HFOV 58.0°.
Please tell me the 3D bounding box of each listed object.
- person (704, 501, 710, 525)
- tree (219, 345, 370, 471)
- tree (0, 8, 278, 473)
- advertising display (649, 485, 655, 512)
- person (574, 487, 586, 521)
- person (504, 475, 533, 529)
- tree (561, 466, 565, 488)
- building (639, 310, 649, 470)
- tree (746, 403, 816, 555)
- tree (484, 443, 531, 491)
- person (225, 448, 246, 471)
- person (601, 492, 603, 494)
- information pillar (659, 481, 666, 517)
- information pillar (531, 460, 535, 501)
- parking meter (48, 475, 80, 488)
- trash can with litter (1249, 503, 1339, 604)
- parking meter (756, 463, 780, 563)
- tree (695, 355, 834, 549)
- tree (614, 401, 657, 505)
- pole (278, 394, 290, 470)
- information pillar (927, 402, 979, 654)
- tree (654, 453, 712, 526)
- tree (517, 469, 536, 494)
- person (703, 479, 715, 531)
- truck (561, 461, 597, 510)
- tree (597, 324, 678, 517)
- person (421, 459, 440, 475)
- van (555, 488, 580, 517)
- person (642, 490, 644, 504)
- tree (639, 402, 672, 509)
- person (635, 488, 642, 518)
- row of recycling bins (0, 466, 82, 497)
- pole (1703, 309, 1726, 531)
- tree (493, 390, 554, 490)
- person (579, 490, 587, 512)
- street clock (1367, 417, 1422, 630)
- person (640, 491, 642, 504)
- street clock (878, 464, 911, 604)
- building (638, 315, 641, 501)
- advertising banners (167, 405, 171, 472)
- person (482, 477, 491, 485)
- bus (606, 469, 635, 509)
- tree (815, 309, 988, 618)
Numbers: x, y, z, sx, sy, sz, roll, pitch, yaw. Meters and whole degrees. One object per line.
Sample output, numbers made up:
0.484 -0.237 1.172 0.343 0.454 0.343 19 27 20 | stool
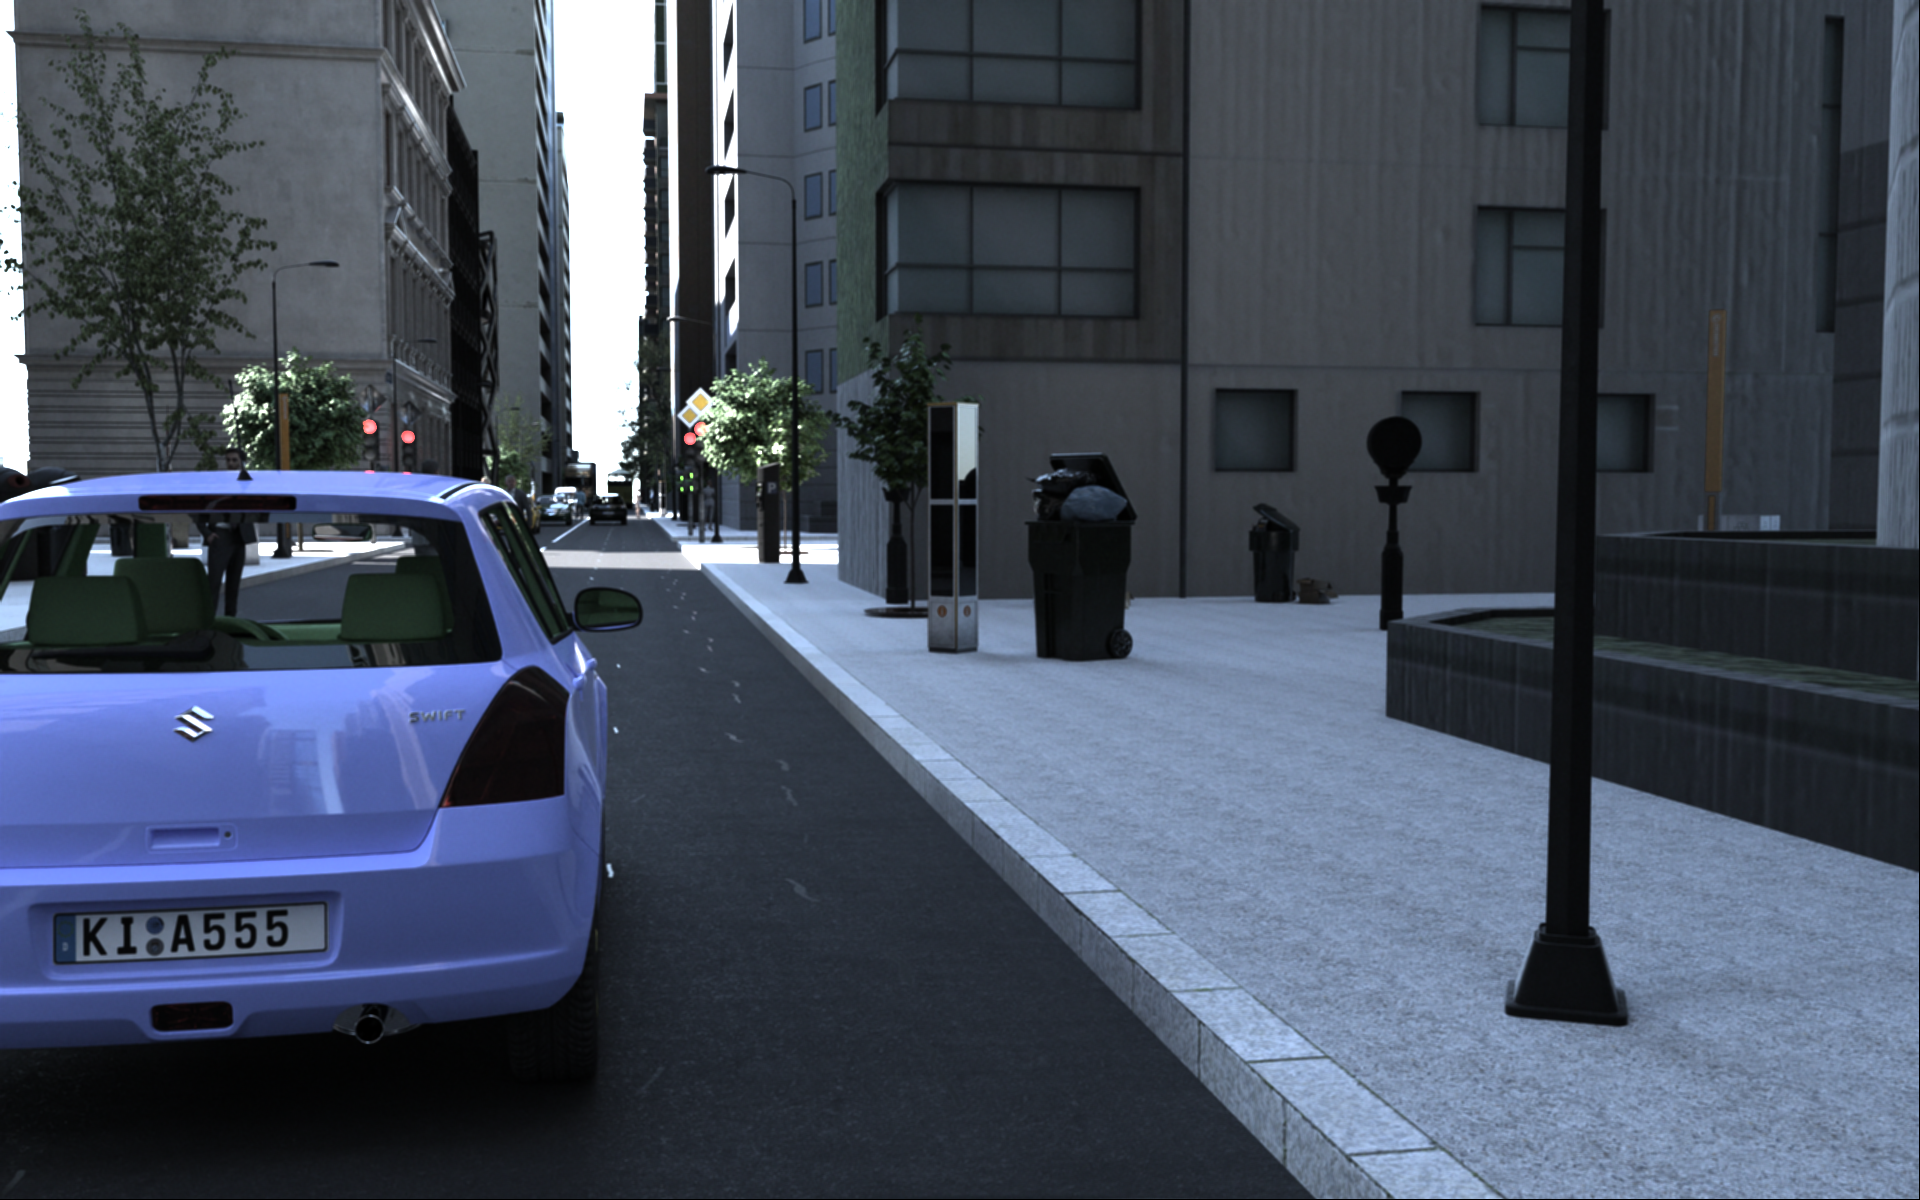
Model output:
-10.628 -3.795 72.776 0.352 1.250 0.332 -1 4 -20 | person
-14.709 -3.352 38.515 4.285 4.588 4.351 0 3 0 | tree
-12.434 -4.660 26.546 4.737 8.622 4.395 0 3 0 | tree
-22.125 -7.298 124.534 0.123 1.923 0.974 -2 4 -27 | advertising display
-20.073 -5.066 91.341 0.660 1.820 0.620 0 4 -1 | person
-7.964 -1.340 30.801 0.661 1.777 0.834 0 4 -2 | person
-46.387 -13.316 201.434 4.285 4.588 4.351 0 3 0 | tree
-41.124 -30.137 264.445 14.160 30.474 14.107 -1 4 -11 | building
-3.829 -2.595 37.029 1.663 3.219 1.824 0 3 0 | tree
-29.246 -7.787 111.033 4.285 4.588 4.351 0 3 0 | tree
-7.381 -0.592 17.544 0.474 1.900 0.648 3 5 41 | person
-56.445 -16.184 273.903 0.721 1.735 1.217 1 4 9 | person
-16.938 -5.759 98.659 0.304 2.012 0.304 -2 4 -24 | information pillar
-29.320 -7.801 118.894 0.183 3.616 0.504 -2 4 -31 | information pillar
-11.832 -0.887 22.910 0.372 1.533 0.369 0 3 0 | parking meter
3.962 -0.559 20.523 1.055 1.170 0.624 2 4 33 | trash can with litter
-3.581 -1.627 32.310 0.399 1.863 0.255 -2 4 -35 | parking meter
-4.660 -3.500 40.943 4.285 4.588 4.351 0 3 0 | tree
-37.355 -17.874 209.253 9.611 12.733 9.660 0 3 0 | tree
-13.739 -2.533 35.250 0.158 3.312 0.155 0 3 0 | pole
-0.056 -0.584 14.046 0.304 2.012 0.304 3 4 37 | information pillar
-11.063 -4.609 69.953 1.663 3.219 1.824 0 3 0 | tree
-29.323 -7.475 116.818 1.663 3.219 1.824 0 3 0 | tree
-8.766 -3.324 60.660 0.520 1.790 0.573 0 4 -3 | person
-33.035 -9.909 150.923 2.839 4.237 11.283 -1 4 -10 | truck
-15.545 -9.787 94.428 8.767 10.594 7.601 -1 4 -8 | tree
-5.720 -0.617 18.683 0.635 1.810 0.391 3 5 39 | person
-25.029 -6.305 110.096 2.013 2.044 4.112 -1 4 -13 | van
-42.980 -13.995 234.803 0.705 1.831 1.348 -1 4 -14 | person
-22.582 -11.039 130.857 4.737 8.622 4.395 0 3 0 | tree
-18.932 -5.698 102.004 0.374 1.781 0.599 -1 4 -10 | person
-14.333 -1.112 25.291 1.069 1.692 3.534 1 4 16 | row of recycling bins
8.398 -1.556 19.288 0.158 3.312 0.155 0 3 0 | pole
-31.012 -10.483 121.762 4.737 8.622 4.395 0 3 0 | tree
-30.151 -7.891 137.526 0.705 1.824 1.348 3 5 40 | person
4.078 -0.719 16.318 0.471 2.002 0.358 0 4 4 | street clock
-42.598 -13.766 231.833 0.721 1.743 1.217 -1 4 -13 | person
-0.737 -0.957 20.213 0.471 2.002 0.358 -3 4 -36 | street clock
-44.555 -30.992 278.417 14.160 30.474 14.107 -1 4 -11 | building
-15.352 -2.289 33.616 0.090 3.025 2.074 -1 4 -23 | advertising banners
-11.479 -2.053 41.942 0.514 1.842 0.818 -2 4 -29 | person
-33.955 -11.108 173.167 2.896 3.916 12.252 -1 4 -11 | bus
-0.442 -1.443 18.194 1.663 3.219 1.824 0 3 0 | tree
